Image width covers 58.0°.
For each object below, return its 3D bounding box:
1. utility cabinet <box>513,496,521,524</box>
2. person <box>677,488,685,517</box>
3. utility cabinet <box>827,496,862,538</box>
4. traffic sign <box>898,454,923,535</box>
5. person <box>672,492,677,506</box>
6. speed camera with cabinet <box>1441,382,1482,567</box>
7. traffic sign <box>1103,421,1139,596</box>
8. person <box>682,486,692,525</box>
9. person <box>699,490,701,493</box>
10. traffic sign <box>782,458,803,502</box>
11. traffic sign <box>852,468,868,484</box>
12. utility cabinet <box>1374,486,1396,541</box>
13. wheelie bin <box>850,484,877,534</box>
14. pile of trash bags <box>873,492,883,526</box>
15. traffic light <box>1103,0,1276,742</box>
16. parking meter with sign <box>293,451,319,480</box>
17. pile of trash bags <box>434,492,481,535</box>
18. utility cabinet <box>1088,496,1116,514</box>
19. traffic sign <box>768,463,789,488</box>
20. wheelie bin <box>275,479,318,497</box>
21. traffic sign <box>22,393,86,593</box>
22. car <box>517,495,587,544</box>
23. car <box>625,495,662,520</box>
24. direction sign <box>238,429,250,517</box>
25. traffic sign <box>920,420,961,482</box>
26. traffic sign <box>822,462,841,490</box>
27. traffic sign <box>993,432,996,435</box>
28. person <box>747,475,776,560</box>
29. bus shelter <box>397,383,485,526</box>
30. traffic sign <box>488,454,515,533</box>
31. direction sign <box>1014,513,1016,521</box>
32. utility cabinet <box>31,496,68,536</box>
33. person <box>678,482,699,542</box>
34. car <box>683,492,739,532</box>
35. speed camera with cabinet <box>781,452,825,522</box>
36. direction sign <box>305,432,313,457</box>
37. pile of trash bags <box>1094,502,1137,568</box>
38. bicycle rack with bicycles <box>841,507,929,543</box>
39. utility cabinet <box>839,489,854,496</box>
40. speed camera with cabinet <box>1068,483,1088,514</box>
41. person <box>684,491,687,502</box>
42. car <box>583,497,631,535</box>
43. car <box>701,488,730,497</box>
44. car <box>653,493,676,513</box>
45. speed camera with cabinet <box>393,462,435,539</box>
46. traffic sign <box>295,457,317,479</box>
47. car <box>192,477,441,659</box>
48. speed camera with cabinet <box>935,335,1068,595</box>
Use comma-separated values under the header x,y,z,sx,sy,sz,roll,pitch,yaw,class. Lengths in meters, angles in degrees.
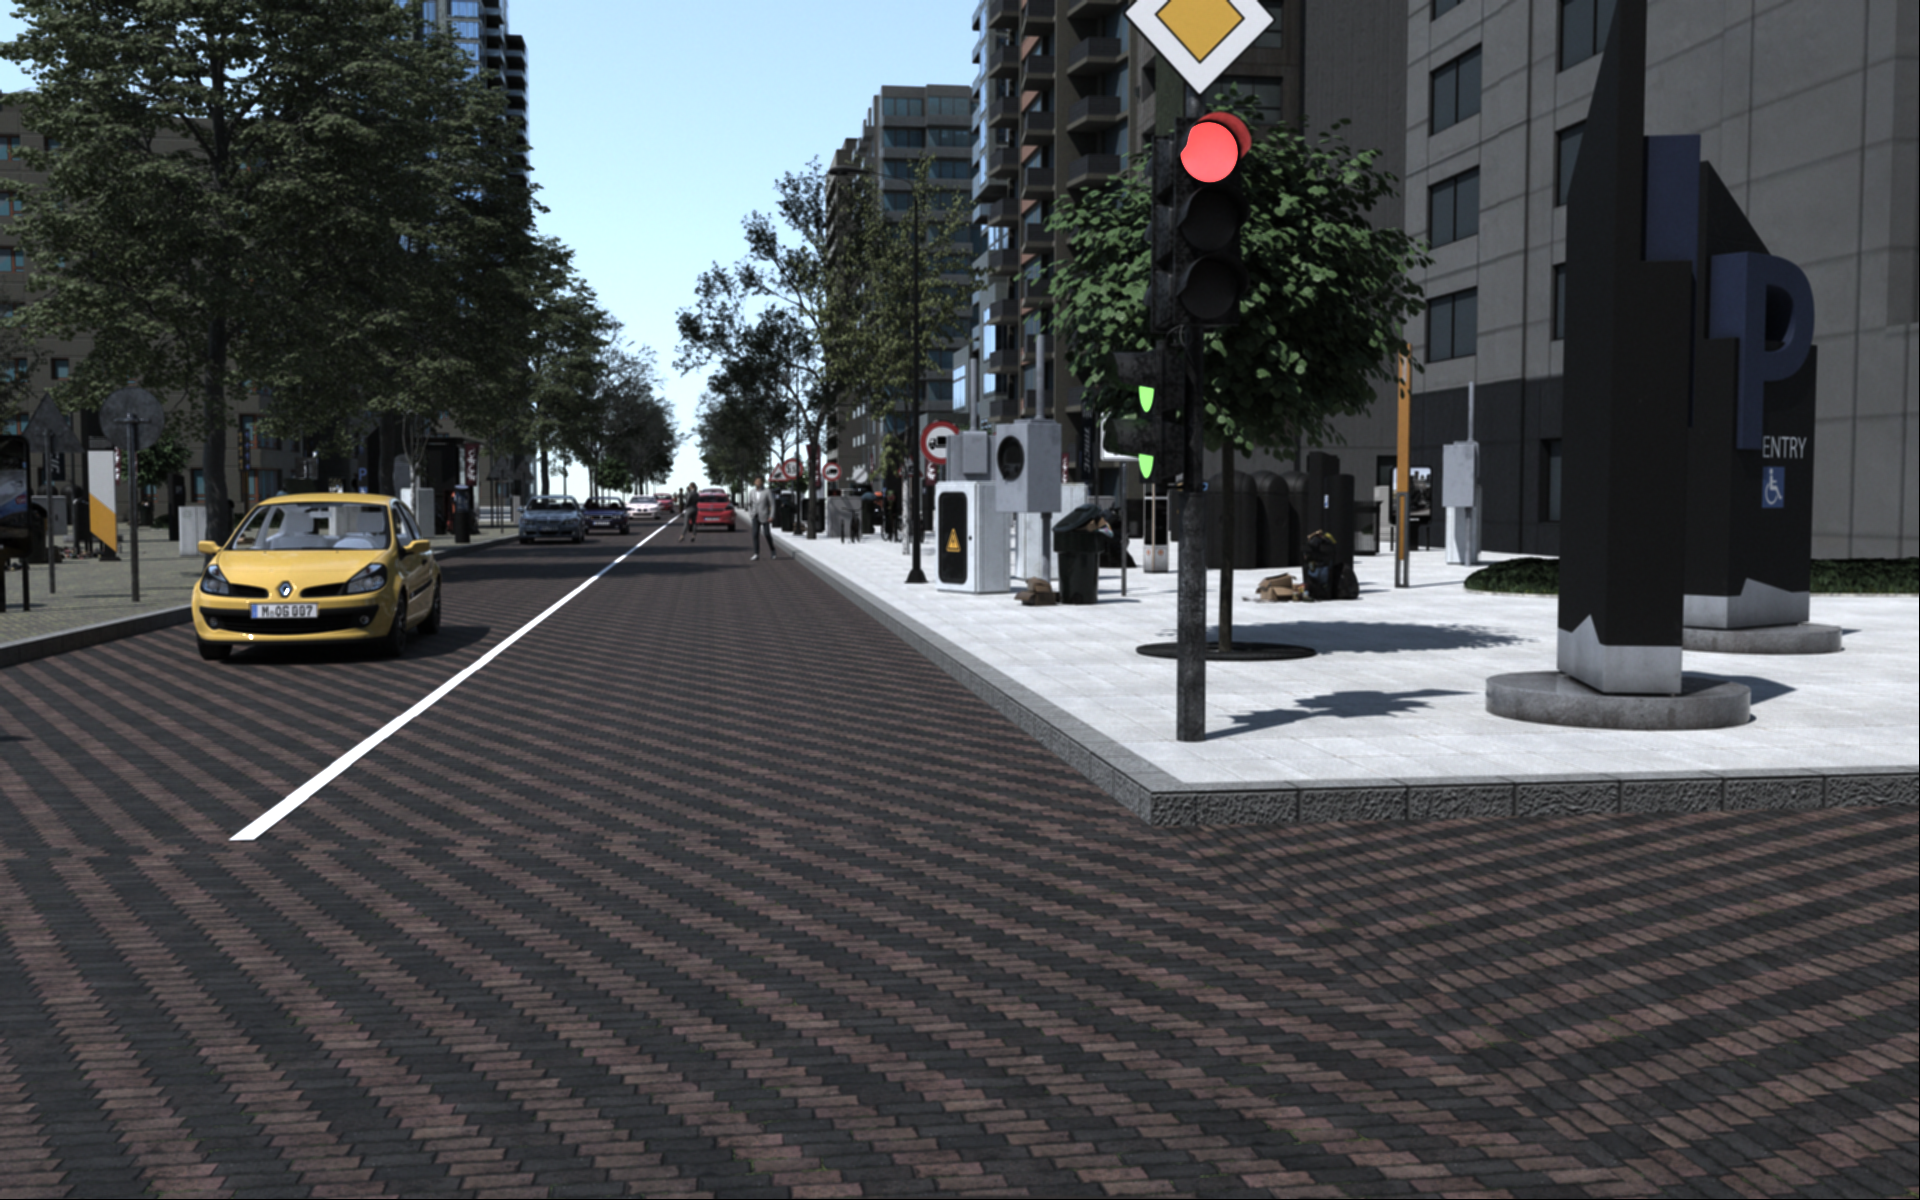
x,y,z,sx,sy,sz,roll,pitch,yaw,class
-18.941,-3.847,74.058,0.306,1.237,1.020,-1,4,-17,utility cabinet
-17.382,-6.099,108.213,0.705,1.824,1.348,1,4,23,person
-3.408,-2.443,51.103,1.020,1.237,0.306,-2,4,-29,utility cabinet
-1.582,-3.292,53.829,0.884,2.594,0.081,0,4,-7,traffic sign
-35.097,-12.484,213.348,1.217,1.736,0.721,-1,4,-15,person
9.079,-2.262,31.314,0.660,3.252,2.038,1,4,20,speed camera with cabinet
2.057,-1.196,21.689,0.606,2.300,0.079,0,4,-5,traffic sign
-12.657,-4.408,80.750,0.526,1.800,0.537,-2,4,-31,person
-22.485,-8.584,149.373,0.617,1.759,0.750,2,4,30,person
-5.952,-3.761,61.599,0.768,2.556,0.104,0,4,-8,traffic sign
-4.806,-5.083,83.215,0.768,2.556,0.104,0,4,-8,traffic sign
11.641,-2.309,46.434,0.318,1.500,1.173,-3,4,-36,utility cabinet
-3.120,-2.918,55.616,0.980,1.594,0.693,1,4,23,wheelie bin
-3.258,-3.802,71.920,1.912,1.369,3.447,-1,4,-9,pile of trash bags
1.184,-1.223,8.909,0.839,4.253,0.868,-1,4,-8,traffic light
-25.917,-4.398,68.170,0.543,3.016,1.738,1,4,10,parking meter with sign
-16.283,-2.793,55.420,1.912,1.369,3.447,0,4,-8,pile of trash bags
3.970,-2.340,49.417,1.020,1.237,0.306,-3,4,-36,utility cabinet
-7.553,-4.409,72.098,0.884,2.594,0.081,0,4,-5,traffic sign
-13.528,-1.681,35.389,0.693,1.594,0.980,3,5,42,wheelie bin
-11.719,-1.363,22.293,0.884,2.594,0.081,0,4,-8,traffic sign
-12.119,-2.419,51.549,2.014,1.417,4.499,-1,4,-10,car
-18.000,-5.270,98.520,2.083,1.381,4.827,-1,4,-9,car
-24.890,-4.176,60.271,0.876,3.537,0.379,3,5,44,direction sign
-0.316,-1.824,29.934,0.768,2.556,0.104,0,4,-4,traffic sign
-5.098,-4.208,68.911,0.768,2.556,0.104,0,4,-4,traffic sign
0.917,-2.014,33.035,0.768,2.556,0.104,0,4,-4,traffic sign
-4.333,-1.807,37.890,0.661,1.843,0.795,1,4,17,person
-19.563,-5.357,65.217,2.179,5.291,8.768,-1,4,-8,bus shelter
-14.921,-3.448,56.372,0.884,2.594,0.081,0,4,-2,traffic sign
2.657,-5.629,84.032,0.379,3.537,0.876,1,4,13,direction sign
-28.277,-2.602,53.712,0.306,1.237,1.020,3,5,43,utility cabinet
-8.184,-2.656,52.197,0.573,1.790,0.520,1,4,16,person
-9.625,-3.544,66.980,2.155,1.783,4.494,-1,4,-9,car
-7.102,-5.095,77.640,2.038,3.252,0.660,0,4,3,speed camera with cabinet
-21.518,-3.997,57.344,0.379,3.537,0.876,0,4,-8,direction sign
2.002,-1.322,31.374,1.912,1.369,3.447,0,4,-6,pile of trash bags
-2.110,-2.000,46.089,2.852,0.926,2.925,0,4,-3,bicycle rack with bicycles
-4.855,-4.213,77.558,0.318,1.500,1.173,3,5,45,utility cabinet
0.841,-1.917,25.680,2.038,3.252,0.660,-1,4,-11,speed camera with cabinet
-36.324,-13.530,229.804,1.350,1.814,0.705,-3,4,-38,person
-12.690,-3.003,61.675,1.945,1.354,3.894,-1,4,-9,car
-16.656,-6.624,116.971,2.281,1.827,5.304,0,4,-7,car
-22.338,-7.384,129.770,2.155,1.783,4.494,0,4,-7,car
-15.891,-3.399,49.908,0.660,3.252,2.038,-3,5,-45,speed camera with cabinet
-18.137,-2.810,48.070,0.606,2.300,0.079,0,4,-3,traffic sign
-5.967,-0.374,16.335,2.015,1.641,3.980,-1,4,-10,car
0.455,-1.695,22.053,0.660,3.252,2.038,-2,4,-34,speed camera with cabinet
